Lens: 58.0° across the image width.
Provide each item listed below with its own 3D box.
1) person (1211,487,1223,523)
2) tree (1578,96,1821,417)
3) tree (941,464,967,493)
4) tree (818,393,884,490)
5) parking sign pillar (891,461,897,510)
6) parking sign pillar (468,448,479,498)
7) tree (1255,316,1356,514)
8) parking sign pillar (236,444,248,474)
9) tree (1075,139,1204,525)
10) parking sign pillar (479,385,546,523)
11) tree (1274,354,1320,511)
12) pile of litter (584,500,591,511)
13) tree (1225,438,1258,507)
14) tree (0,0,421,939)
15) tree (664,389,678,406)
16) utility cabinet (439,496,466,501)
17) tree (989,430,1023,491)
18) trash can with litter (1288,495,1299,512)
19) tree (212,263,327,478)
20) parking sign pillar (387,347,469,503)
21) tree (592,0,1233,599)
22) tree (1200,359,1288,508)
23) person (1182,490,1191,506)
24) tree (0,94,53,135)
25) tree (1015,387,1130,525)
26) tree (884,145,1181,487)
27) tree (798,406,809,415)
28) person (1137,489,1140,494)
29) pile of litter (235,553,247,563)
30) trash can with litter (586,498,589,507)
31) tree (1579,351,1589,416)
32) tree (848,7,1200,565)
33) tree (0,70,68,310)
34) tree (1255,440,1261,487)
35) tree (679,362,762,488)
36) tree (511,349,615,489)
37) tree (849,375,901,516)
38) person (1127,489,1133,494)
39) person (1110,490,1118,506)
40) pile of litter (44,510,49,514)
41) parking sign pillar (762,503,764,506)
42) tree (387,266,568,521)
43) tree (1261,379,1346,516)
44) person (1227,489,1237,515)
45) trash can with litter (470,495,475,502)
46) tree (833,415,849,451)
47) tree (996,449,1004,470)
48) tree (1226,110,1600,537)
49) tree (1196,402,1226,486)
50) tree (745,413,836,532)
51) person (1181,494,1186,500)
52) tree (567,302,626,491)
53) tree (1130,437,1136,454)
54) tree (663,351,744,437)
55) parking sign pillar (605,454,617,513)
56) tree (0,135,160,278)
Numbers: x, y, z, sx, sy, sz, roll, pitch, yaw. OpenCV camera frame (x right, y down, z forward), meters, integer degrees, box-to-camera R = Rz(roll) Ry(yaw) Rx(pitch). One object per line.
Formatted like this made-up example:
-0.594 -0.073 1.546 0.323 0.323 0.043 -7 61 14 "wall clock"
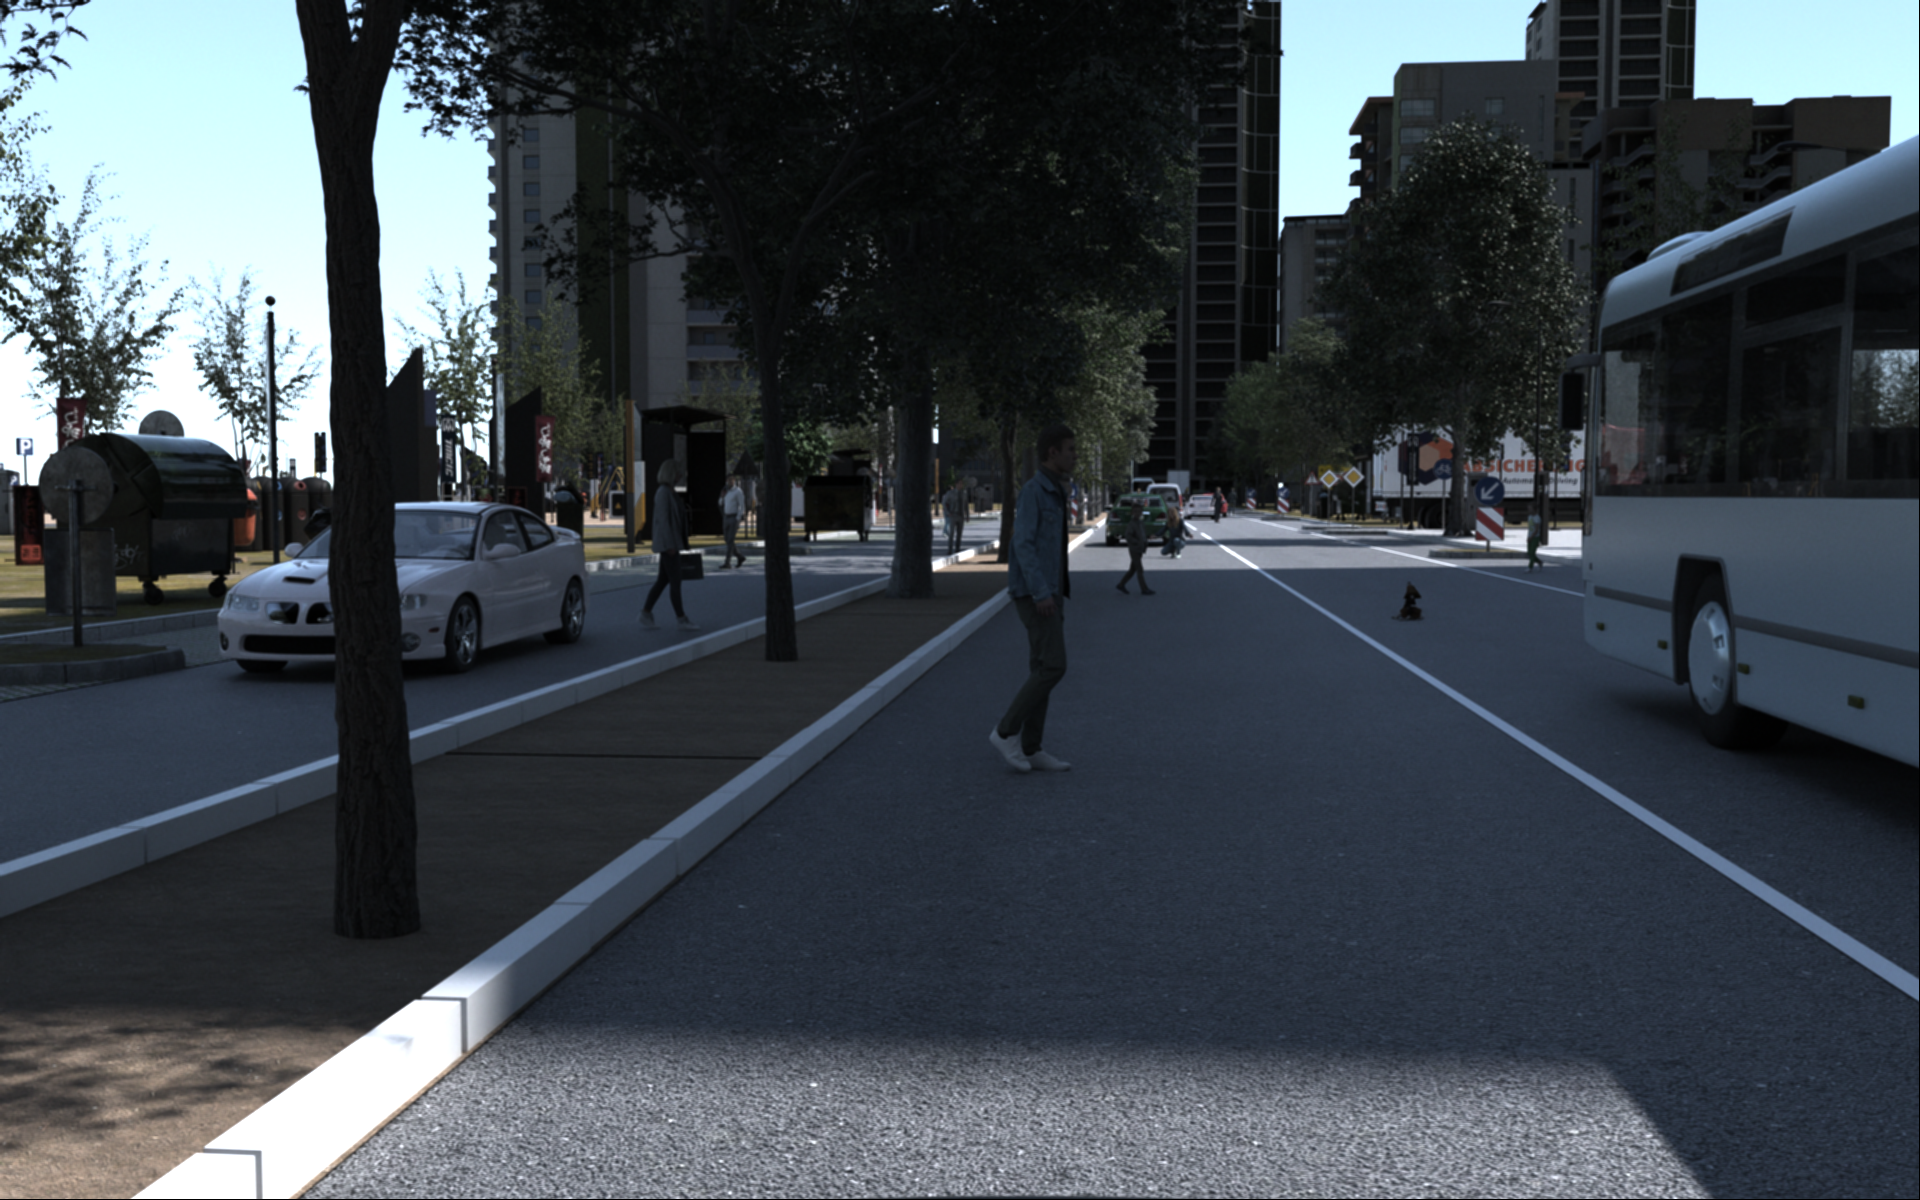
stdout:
12.807 -4.739 86.399 0.534 1.772 0.576 3 5 42 "person"
13.993 -5.038 32.732 4.737 8.622 4.395 0 3 0 "tree"
-0.535 -7.110 110.851 1.663 3.219 1.824 0 3 0 "tree"
-6.528 -9.764 110.004 4.737 8.622 4.395 0 3 0 "tree"
-5.206 -9.435 142.741 1.447 3.967 1.447 1 4 10 "parking sign pillar"
-27.394 -6.692 97.891 1.447 3.967 1.447 1 4 10 "parking sign pillar"
22.578 -11.766 110.503 7.486 12.596 7.792 0 3 0 "tree"
-38.383 -6.375 92.704 1.447 3.967 1.447 -2 4 -27 "parking sign pillar"
5.904 -14.381 93.473 12.611 20.169 13.585 0 3 0 "tree"
-11.012 -3.339 43.066 1.447 3.967 1.447 0 4 -4 "parking sign pillar"
23.801 -12.519 130.438 9.928 11.665 9.643 0 3 0 "tree"
-28.376 -7.154 130.927 1.719 0.858 1.176 1 4 21 "pile of litter"
29.260 -13.863 177.023 4.737 8.622 4.395 0 3 0 "tree"
-1.847 -4.209 5.693 8.767 10.594 7.601 0 4 6 "tree"
-16.355 -9.568 106.806 4.737 8.622 4.395 0 3 0 "tree"
-18.741 -3.226 63.901 1.020 1.237 0.306 -3 5 -43 "utility cabinet"
4.142 -12.025 146.969 4.360 8.622 3.978 0 3 0 "tree"
23.196 -6.836 122.824 1.678 1.210 2.233 1 4 22 "trash can with litter"
-22.669 -6.402 55.039 4.360 8.622 3.978 0 3 0 "tree"
-10.331 -2.691 32.471 1.447 3.967 1.447 3 5 40 "parking sign pillar"
-0.678 -6.998 23.530 9.857 13.997 8.962 0 3 0 "tree"
26.994 -15.115 157.504 12.009 13.543 11.850 0 3 0 "tree"
21.227 -9.433 162.732 1.348 1.823 0.705 1 4 11 "person"
-16.831 -4.754 28.097 4.360 8.622 3.978 0 3 0 "tree"
4.686 -7.266 71.618 4.737 8.622 4.395 0 3 0 "tree"
1.661 -7.536 43.804 7.486 12.596 7.792 0 3 0 "tree"
-9.804 -10.247 117.908 4.737 8.622 4.395 0 3 0 "tree"
10.436 -5.545 99.838 0.731 1.740 0.598 0 4 -6 "person"
-14.178 -1.139 32.595 1.719 0.858 1.176 3 5 42 "pile of litter"
-29.085 -7.511 134.184 0.624 1.170 1.055 1 4 13 "trash can with litter"
29.352 -7.752 77.106 4.360 8.622 3.978 0 3 0 "tree"
1.059 -6.535 35.057 9.928 11.665 9.643 0 3 0 "tree"
-14.175 -4.405 22.379 4.737 8.622 4.395 0 3 0 "tree"
25.389 -11.504 138.455 4.360 8.622 3.978 0 3 0 "tree"
-12.465 -8.877 95.501 4.737 8.622 4.395 0 3 0 "tree"
-19.854 -8.386 87.476 4.360 8.622 3.978 0 3 0 "tree"
-4.223 -9.347 103.190 4.360 8.622 3.978 0 3 0 "tree"
12.903 -7.452 130.439 0.767 1.812 0.694 -3 4 -38 "person"
14.780 -9.693 166.607 1.348 1.869 0.705 -2 4 -34 "person"
-60.037 -6.060 113.047 1.719 0.858 1.176 2 4 33 "pile of litter"
-9.294 -5.972 86.121 1.447 3.967 1.447 -1 4 -9 "parking sign pillar"
-15.916 -6.413 55.210 4.737 8.622 4.395 0 3 0 "tree"
20.757 -9.228 101.233 4.360 8.622 3.978 0 3 0 "tree"
18.190 -6.556 115.863 0.661 1.801 0.590 0 4 0 "person"
-24.294 -4.667 87.368 2.233 1.210 1.678 -1 4 -14 "trash can with litter"
-7.019 -10.871 128.103 4.360 8.622 3.978 0 3 0 "tree"
4.944 -13.035 163.489 4.737 8.622 4.395 0 3 0 "tree"
15.003 -8.262 52.090 9.611 12.733 9.660 0 3 0 "tree"
30.757 -16.738 190.667 9.611 12.733 9.660 0 3 0 "tree"
-5.791 -4.576 58.537 4.285 4.588 4.351 0 3 0 "tree"
19.052 -8.406 149.158 0.991 1.433 0.599 0 4 -5 "person"
-14.803 -6.789 61.357 4.737 8.622 4.395 0 3 0 "tree"
11.051 -10.796 129.328 4.737 8.622 4.395 0 3 0 "tree"
-13.041 -8.484 89.084 4.360 8.622 3.978 0 3 0 "tree"
-23.229 -7.789 115.824 1.447 3.967 1.447 -1 4 -18 "parking sign pillar"
-19.394 -5.364 38.058 4.360 8.622 3.978 0 3 0 "tree"
